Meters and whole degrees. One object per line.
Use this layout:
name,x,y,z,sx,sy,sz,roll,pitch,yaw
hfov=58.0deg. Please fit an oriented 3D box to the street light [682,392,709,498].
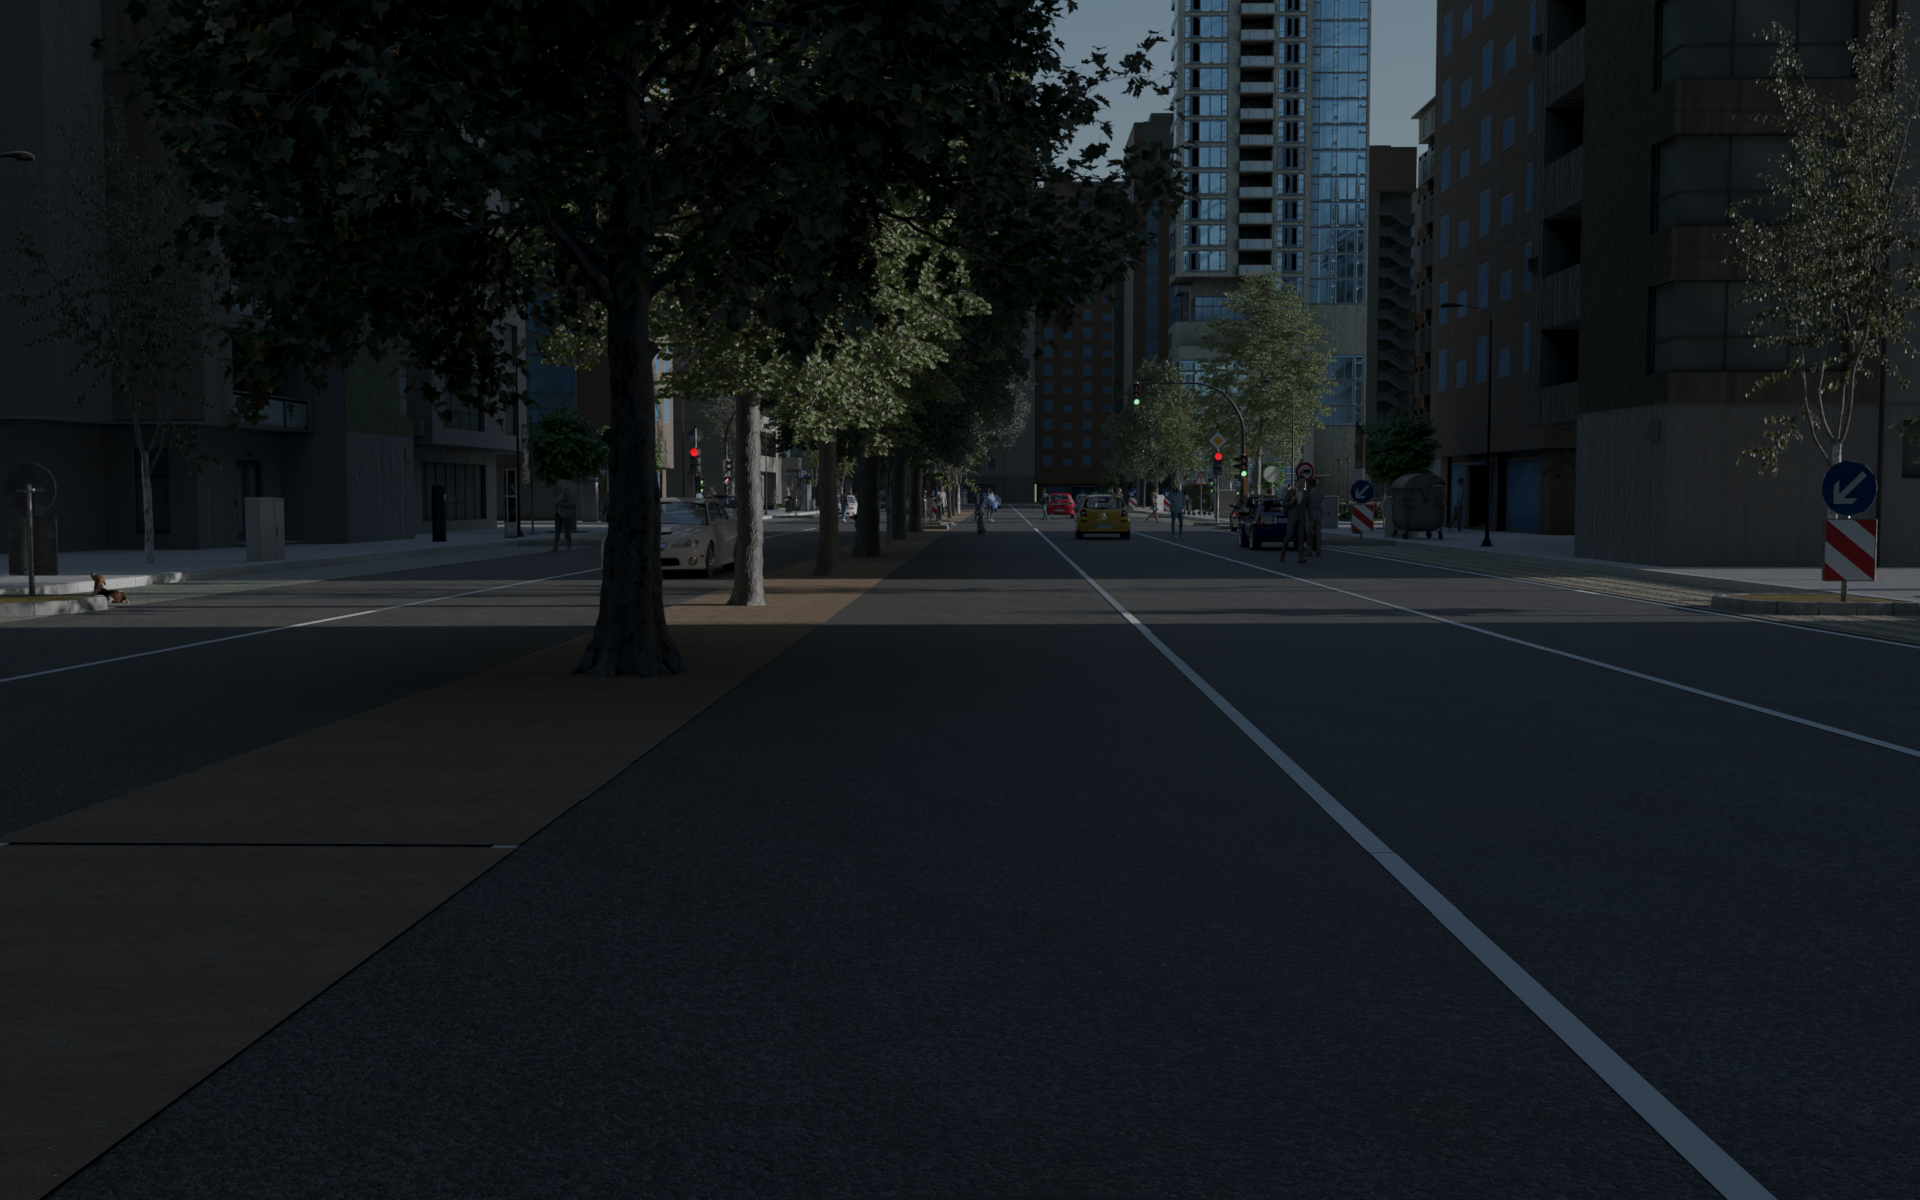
street light,-12.060,-6.499,78.793,1.470,5.913,1.316,0,4,1

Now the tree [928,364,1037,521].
tree,-1.073,-10.839,90.043,12.009,13.543,11.850,0,3,0

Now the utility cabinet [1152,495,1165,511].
utility cabinet,14.808,-7.215,129.128,1.020,1.237,0.306,-3,4,-36

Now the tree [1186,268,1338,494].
tree,15.457,-10.346,87.288,7.486,12.596,7.792,0,3,0

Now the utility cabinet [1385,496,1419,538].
utility cabinet,13.056,-2.450,51.212,0.306,1.237,1.020,-3,5,-40

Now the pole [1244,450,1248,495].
pole,13.092,-5.225,79.275,0.158,3.312,0.155,0,3,0

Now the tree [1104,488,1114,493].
tree,17.135,-12.496,198.917,1.663,3.219,1.824,0,3,0

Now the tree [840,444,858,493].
tree,-11.254,-13.749,175.159,4.360,8.622,3.978,0,3,0

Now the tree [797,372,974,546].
tree,-1.915,-5.758,46.968,4.737,8.622,4.395,0,3,0

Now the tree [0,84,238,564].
tree,-14.918,-4.955,31.379,4.360,8.622,3.978,0,3,0

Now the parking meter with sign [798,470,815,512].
parking meter with sign,-11.555,-8.243,131.032,0.543,3.016,1.738,2,4,26

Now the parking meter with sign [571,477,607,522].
parking meter with sign,-16.763,-5.027,78.453,1.738,3.016,0.543,0,4,2

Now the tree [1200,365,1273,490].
tree,15.170,-8.883,95.593,4.360,8.622,3.978,0,3,0

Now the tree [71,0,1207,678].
tree,-2.627,-5.762,13.667,9.611,12.733,9.660,0,3,0

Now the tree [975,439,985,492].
tree,-0.044,-10.770,128.903,4.737,8.622,4.395,0,3,0

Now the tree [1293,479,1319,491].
tree,23.191,-7.477,116.858,1.663,3.219,1.824,0,3,0

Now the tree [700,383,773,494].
tree,-12.869,-9.132,99.675,4.360,8.622,3.978,0,3,0

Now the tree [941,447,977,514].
tree,-0.146,-10.415,123.106,4.360,8.622,3.978,0,3,0

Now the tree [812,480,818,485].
tree,-12.145,-9.537,150.529,1.663,3.219,1.824,0,3,0

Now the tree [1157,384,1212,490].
tree,14.988,-10.159,116.457,4.737,8.622,4.395,0,3,0

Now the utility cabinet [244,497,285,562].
utility cabinet,-13.335,-1.352,33.265,0.306,1.237,1.020,0,4,5

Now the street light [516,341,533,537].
street light,-12.635,-4.832,51.550,1.470,5.913,1.316,0,4,1

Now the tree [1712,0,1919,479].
tree,13.198,-4.616,25.837,4.360,8.622,3.978,0,3,0

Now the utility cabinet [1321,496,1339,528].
utility cabinet,13.629,-3.279,64.781,1.020,1.237,0.306,1,4,18

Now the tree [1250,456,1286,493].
tree,26.436,-10.069,148.338,4.285,4.588,4.351,0,3,0

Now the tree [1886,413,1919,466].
tree,12.578,-1.627,21.207,1.663,3.219,1.824,0,3,0

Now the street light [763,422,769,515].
street light,-11.433,-8.212,106.804,1.470,5.913,1.316,0,4,1

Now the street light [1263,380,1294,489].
street light,12.970,-5.983,70.367,1.470,5.913,1.316,0,4,1

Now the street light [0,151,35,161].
street light,-13.241,-3.125,23.636,1.470,5.913,1.316,0,4,1

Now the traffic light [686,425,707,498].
traffic light,-10.801,-5.013,70.887,0.839,4.253,0.868,0,4,1

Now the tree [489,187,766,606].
tree,-2.816,-6.222,22.310,7.486,12.596,7.792,0,3,0

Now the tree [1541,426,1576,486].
tree,17.862,-5.975,48.046,4.360,8.622,3.978,0,3,0

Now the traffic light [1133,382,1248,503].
traffic light,9.362,-5.850,70.318,4.771,5.953,1.251,0,4,1

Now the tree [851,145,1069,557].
tree,-2.126,-7.944,38.999,9.857,13.997,8.962,0,3,0

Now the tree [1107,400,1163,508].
tree,16.823,-13.521,155.481,7.601,10.594,8.767,-1,4,-18

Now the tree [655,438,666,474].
tree,-13.886,-5.389,71.830,4.285,4.588,4.351,0,3,0

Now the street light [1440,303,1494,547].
street light,12.335,-4.258,42.158,1.470,5.913,1.316,0,4,1

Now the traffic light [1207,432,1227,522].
traffic light,11.631,-5.473,78.397,0.839,4.253,0.868,0,4,1

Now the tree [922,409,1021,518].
tree,-0.575,-10.098,101.967,8.767,10.594,7.601,0,4,1

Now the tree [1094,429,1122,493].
tree,15.745,-13.748,175.149,4.360,8.622,3.978,0,3,0

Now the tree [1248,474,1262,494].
tree,24.470,-9.060,142.734,1.663,3.219,1.824,0,3,0

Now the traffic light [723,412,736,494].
traffic light,-8.531,-6.373,78.859,4.771,5.953,1.251,0,4,1

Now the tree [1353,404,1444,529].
tree,15.974,-4.855,63.086,4.285,4.588,4.351,0,3,0

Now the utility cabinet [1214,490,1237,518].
utility cabinet,13.845,-4.998,90.401,1.173,1.500,0.318,1,4,8

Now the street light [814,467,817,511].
street light,-10.812,-9.919,134.717,1.470,5.913,1.316,0,4,1

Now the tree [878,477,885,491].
tree,-10.152,-13.435,203.367,4.285,4.588,4.351,0,3,0

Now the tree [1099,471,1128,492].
tree,17.058,-12.739,192.003,4.285,4.588,4.351,0,3,0
